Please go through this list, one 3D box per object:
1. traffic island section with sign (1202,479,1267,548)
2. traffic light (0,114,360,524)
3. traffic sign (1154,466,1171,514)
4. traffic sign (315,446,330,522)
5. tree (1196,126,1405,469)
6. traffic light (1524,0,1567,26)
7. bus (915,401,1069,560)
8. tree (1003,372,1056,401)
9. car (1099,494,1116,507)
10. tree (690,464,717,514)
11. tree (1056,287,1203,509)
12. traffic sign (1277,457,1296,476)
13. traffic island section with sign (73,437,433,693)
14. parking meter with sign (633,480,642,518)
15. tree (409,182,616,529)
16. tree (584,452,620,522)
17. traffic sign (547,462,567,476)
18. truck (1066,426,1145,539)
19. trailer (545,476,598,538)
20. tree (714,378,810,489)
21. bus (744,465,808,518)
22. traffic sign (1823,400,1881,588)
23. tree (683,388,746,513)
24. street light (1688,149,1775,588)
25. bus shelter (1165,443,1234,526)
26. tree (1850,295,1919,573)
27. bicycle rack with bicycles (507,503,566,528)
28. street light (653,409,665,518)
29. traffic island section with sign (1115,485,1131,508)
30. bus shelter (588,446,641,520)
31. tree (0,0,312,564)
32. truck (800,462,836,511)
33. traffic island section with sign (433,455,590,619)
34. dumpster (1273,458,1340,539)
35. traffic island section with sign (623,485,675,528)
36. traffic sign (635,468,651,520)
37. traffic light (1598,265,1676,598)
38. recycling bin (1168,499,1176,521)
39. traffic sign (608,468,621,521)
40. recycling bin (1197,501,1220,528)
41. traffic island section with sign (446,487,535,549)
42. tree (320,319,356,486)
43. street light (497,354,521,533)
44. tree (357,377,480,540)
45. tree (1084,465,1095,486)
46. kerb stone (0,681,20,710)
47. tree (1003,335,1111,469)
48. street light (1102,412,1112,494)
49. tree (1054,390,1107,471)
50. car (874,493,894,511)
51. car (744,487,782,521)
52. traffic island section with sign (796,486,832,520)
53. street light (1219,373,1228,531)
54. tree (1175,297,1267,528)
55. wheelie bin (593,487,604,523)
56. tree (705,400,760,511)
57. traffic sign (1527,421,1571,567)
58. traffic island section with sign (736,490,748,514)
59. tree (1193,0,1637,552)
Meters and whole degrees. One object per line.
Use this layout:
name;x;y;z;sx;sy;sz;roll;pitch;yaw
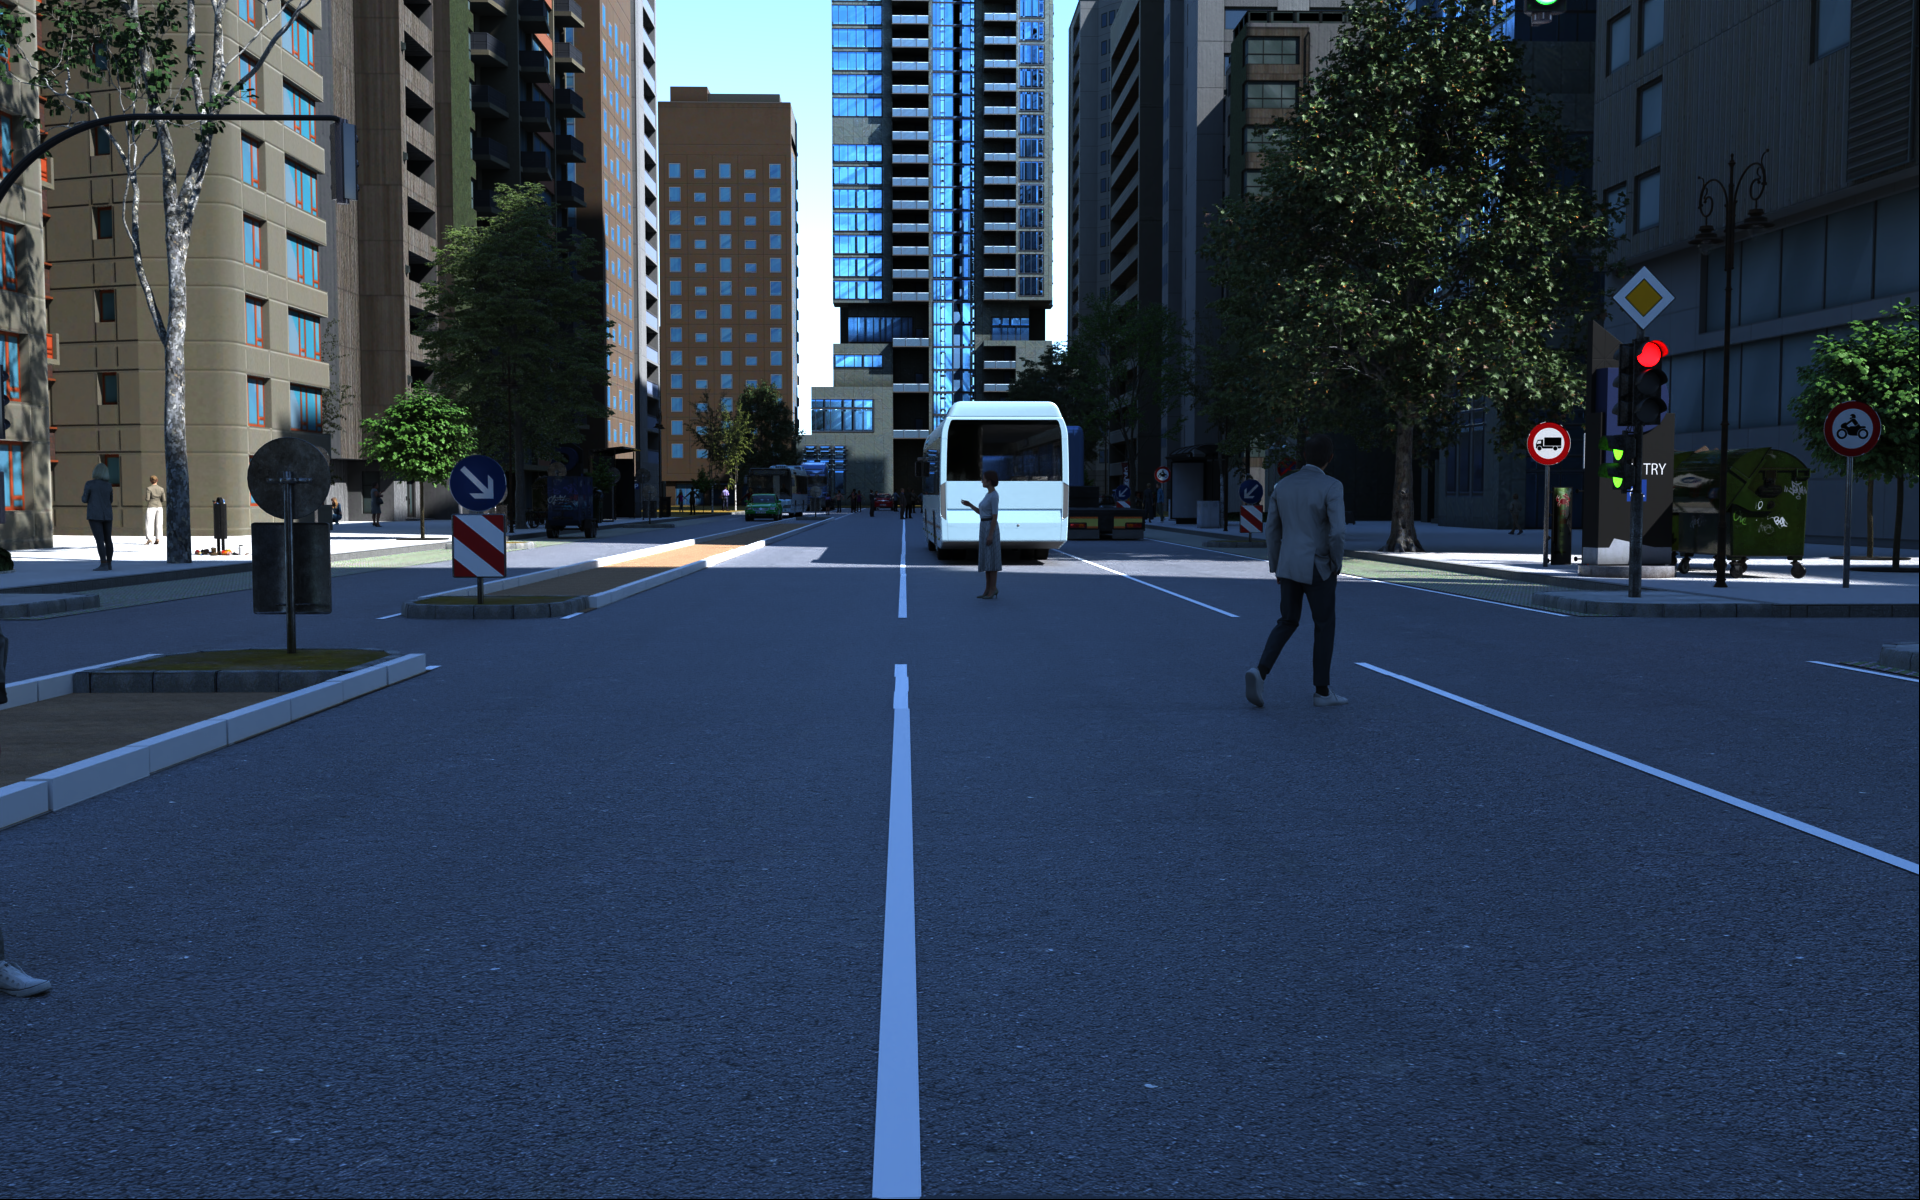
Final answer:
traffic island section with sign;7.604;-2.335;46.802;1.989;1.847;2.006;0;4;-2
traffic light;-9.688;-2.826;20.873;4.771;5.953;1.251;0;4;-2
traffic sign;9.268;-4.839;79.220;0.768;2.556;0.104;0;4;5
traffic sign;-17.044;-2.796;45.823;0.768;2.556;0.104;0;4;4
tree;10.900;-8.265;53.255;7.486;12.596;7.792;0;3;0
traffic light;6.543;-2.359;13.242;4.771;5.953;1.251;0;4;-2
bus;0.549;-2.819;40.953;2.948;3.499;13.247;0;4;-3
tree;6.602;-14.884;160.359;9.611;12.733;9.660;0;3;0
car;6.293;-4.282;79.800;2.009;1.686;4.222;0;4;-2
tree;-16.938;-7.270;113.459;1.663;3.219;1.824;0;3;0
tree;8.658;-9.887;87.406;9.928;11.665;9.643;0;3;0
traffic sign;11.359;-3.662;59.988;0.768;2.556;0.104;0;4;7
traffic island section with sign;-5.381;-0.319;13.355;2.006;1.907;1.989;0;4;-2
parking meter with sign;-17.727;-5.990;94.193;0.543;3.016;1.738;-2;4;-27
tree;-16.212;-8.866;63.082;7.486;12.596;7.792;0;3;0
tree;-16.558;-5.225;80.025;1.663;3.219;1.824;0;3;0
traffic sign;-15.916;-4.178;68.421;0.768;2.556;0.104;0;4;3
truck;4.006;-4.450;62.520;2.967;4.110;18.799;0;4;-3
trailer;-12.556;-2.956;55.378;1.471;1.999;3.904;0;4;-2
tree;-19.532;-15.536;171.017;9.611;12.733;9.660;0;3;0
bus;-11.249;-6.884;107.415;2.948;3.499;13.247;0;4;-1
traffic sign;12.127;-1.439;23.629;0.768;2.556;0.104;0;4;2
tree;-16.706;-10.273;118.329;4.360;8.622;3.978;0;3;0
street light;10.476;-3.112;23.674;0.468;5.910;1.993;0;4;-2
bus shelter;9.861;-4.748;71.546;2.014;3.302;5.546;0;4;-2
tree;15.577;-2.757;28.788;4.285;4.588;4.351;0;3;0
bicycle rack with bicycles;-16.159;-3.230;66.185;2.852;0.926;2.925;2;4;33
street light;-16.151;-7.360;93.127;0.468;5.910;1.993;0;4;-2
traffic island section with sign;6.744;-3.983;73.743;1.989;1.847;2.006;0;4;-2
bus shelter;-17.561;-5.933;88.287;1.731;3.624;6.357;0;4;-2
tree;-13.666;-10.820;32.794;12.611;20.169;13.585;0;3;0
truck;-12.494;-9.924;152.017;2.967;4.110;18.799;0;4;-2
traffic island section with sign;-5.610;-0.772;20.758;2.006;1.907;1.989;0;4;-2
dumpster;9.663;-2.802;48.302;1.502;2.255;1.985;0;4;-2
traffic island section with sign;-13.187;-3.972;73.571;1.989;1.847;2.006;0;4;-2
traffic sign;-15.580;-5.201;85.136;0.768;2.556;0.104;0;4;1
traffic light;8.374;-1.988;21.431;0.839;4.253;0.868;0;4;-2
recycling bin;10.473;-4.316;83.121;0.722;1.027;0.722;-1;4;-19
traffic sign;-16.713;-5.092;83.361;0.768;2.556;0.104;0;4;8
recycling bin;9.322;-3.211;65.053;0.722;1.027;0.722;0;4;-5
traffic island section with sign;-12.280;-2.255;45.505;1.989;1.847;2.006;0;4;-2
tree;-25.744;-7.209;68.230;4.360;8.622;3.978;0;3;0
street light;-14.857;-5.163;57.208;0.468;5.910;1.993;0;4;-2
tree;-15.071;-3.976;48.729;4.285;4.588;4.351;0;3;0
tree;8.224;-7.340;114.609;1.663;3.219;1.824;0;3;0
kerb stone;-6.373;0.662;11.378;0.120;0.150;1.000;0;4;-2
tree;7.620;-14.302;140.489;9.857;13.997;8.962;0;3;0
street light;8.044;-7.511;95.591;0.468;5.910;1.993;0;4;-2
tree;8.006;-10.371;119.921;4.360;8.622;3.978;0;3;0
car;-6.674;-8.694;151.182;2.155;1.783;4.494;0;4;-1
car;-10.525;-5.145;92.911;1.959;1.807;4.718;0;4;-2
traffic island section with sign;-8.032;-5.365;95.858;2.006;1.907;1.989;0;4;-2
street light;9.179;-5.314;59.666;0.468;5.910;1.993;0;4;-2
tree;10.076;-7.010;64.973;4.360;8.622;3.978;0;3;0
wheelie bin;-16.184;-4.214;76.810;0.693;1.594;0.980;0;4;4
tree;-17.712;-11.266;134.559;4.737;8.622;4.395;0;3;0
traffic sign;10.322;-1.857;30.461;0.768;2.556;0.104;0;4;0
traffic island section with sign;-14.769;-6.980;122.747;1.989;1.847;2.006;0;4;-2
tree;9.918;-7.410;38.166;9.611;12.733;9.660;0;3;0
